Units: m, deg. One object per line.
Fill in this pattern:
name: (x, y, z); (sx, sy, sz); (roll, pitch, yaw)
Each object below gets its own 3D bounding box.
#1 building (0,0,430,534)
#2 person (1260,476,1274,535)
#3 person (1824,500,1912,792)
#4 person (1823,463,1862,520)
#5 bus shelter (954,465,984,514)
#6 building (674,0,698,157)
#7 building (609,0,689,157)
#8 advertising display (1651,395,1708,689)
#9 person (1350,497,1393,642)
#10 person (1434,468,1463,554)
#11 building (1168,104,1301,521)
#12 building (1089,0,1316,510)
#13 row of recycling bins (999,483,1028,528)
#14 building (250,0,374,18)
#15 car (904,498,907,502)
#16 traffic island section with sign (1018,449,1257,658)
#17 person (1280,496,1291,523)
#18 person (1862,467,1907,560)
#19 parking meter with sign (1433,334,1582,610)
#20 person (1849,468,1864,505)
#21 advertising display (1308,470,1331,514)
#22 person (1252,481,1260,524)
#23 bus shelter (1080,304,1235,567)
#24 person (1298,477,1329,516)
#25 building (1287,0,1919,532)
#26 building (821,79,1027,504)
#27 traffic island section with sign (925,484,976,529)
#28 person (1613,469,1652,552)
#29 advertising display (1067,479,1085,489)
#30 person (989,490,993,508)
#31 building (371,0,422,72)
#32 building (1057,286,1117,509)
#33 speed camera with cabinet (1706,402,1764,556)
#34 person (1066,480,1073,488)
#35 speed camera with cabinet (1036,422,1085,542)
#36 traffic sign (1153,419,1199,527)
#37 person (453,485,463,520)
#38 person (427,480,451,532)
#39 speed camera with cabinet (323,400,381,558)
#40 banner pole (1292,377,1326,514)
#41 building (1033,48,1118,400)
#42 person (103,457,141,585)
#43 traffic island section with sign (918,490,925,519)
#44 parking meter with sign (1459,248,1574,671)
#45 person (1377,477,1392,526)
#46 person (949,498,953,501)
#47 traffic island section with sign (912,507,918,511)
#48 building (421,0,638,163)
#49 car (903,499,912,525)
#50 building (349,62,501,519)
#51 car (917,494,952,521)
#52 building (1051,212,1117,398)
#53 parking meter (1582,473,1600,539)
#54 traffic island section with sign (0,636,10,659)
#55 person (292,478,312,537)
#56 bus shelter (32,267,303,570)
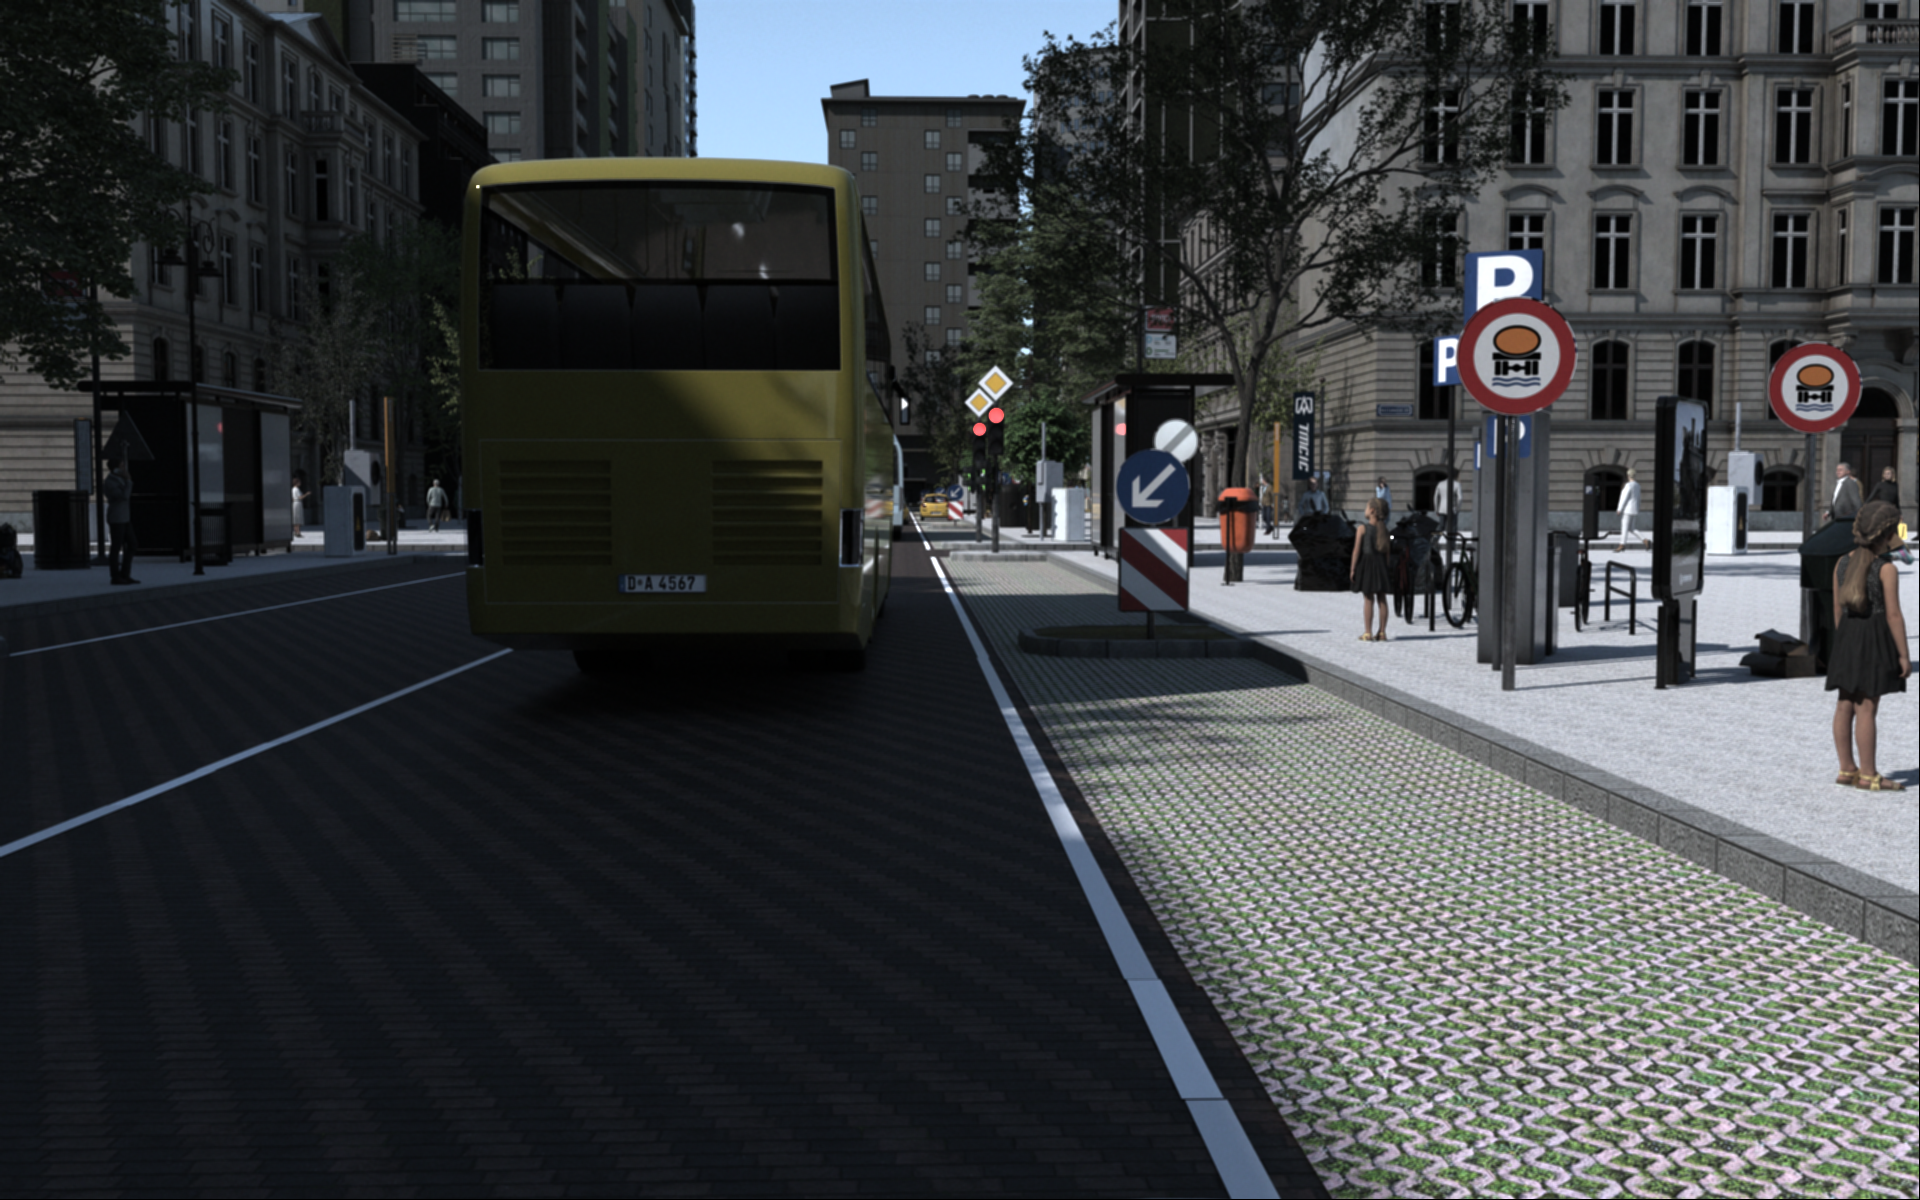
building: (-32.269, -15.472, 72.045); (14.460, 24.649, 34.723); (0, 4, -2)
person: (9.756, -2.999, 54.983); (0.656, 1.842, 0.836); (2, 4, 34)
person: (3.966, 0.193, 7.551); (0.373, 1.253, 0.362); (-1, 4, -12)
person: (13.878, -1.277, 27.320); (0.834, 1.777, 0.661); (0, 4, -6)
bus shelter: (0.700, -7.065, 109.442); (2.014, 3.302, 5.546); (0, 4, -2)
building: (-47.059, -55.739, 223.998); (31.000, 86.520, 22.319); (0, 4, -2)
building: (-41.924, -35.513, 169.878); (27.495, 52.752, 28.713); (0, 4, -2)
advertising display: (4.861, -0.397, 11.702); (0.123, 1.923, 0.974); (2, 4, 35)
person: (3.578, -0.269, 15.105); (0.362, 1.253, 0.373); (-1, 4, -13)
person: (10.399, -1.900, 36.953); (0.661, 1.843, 0.795); (3, 5, 44)
building: (17.362, -15.293, 100.957); (10.553, 20.767, 40.483); (0, 4, -2)
building: (21.328, -42.449, 132.286); (20.563, 71.187, 20.611); (0, 4, -2)
row of recycling bins: (2.166, -3.716, 67.863); (1.069, 1.692, 3.534); (1, 4, 8)
building: (-69.882, -38.552, 172.326); (28.212, 58.520, 21.231); (0, 4, -2)
car: (-5.486, -8.485, 147.531); (1.959, 1.807, 4.718); (0, 4, -3)
traffic island section with sign: (1.557, -0.447, 15.943); (1.989, 1.847, 2.006); (0, 4, -2)
person: (14.343, -3.990, 76.300); (0.505, 1.210, 0.382); (1, 4, 19)
person: (17.450, -1.663, 33.447); (1.509, 1.804, 0.699); (2, 4, 25)
parking meter with sign: (6.164, -1.416, 19.418); (1.738, 3.016, 0.543); (-2, 4, -24)
person: (19.381, -1.927, 37.462); (0.836, 1.842, 0.656); (-1, 4, -16)
advertising display: (9.504, -2.483, 45.809); (0.123, 1.923, 0.974); (3, 5, 43)
person: (12.137, -3.939, 70.687); (0.600, 1.795, 0.529); (-1, 4, -21)
bus shelter: (3.623, -3.469, 34.345); (2.179, 5.291, 8.768); (0, 4, -2)
person: (6.582, -1.492, 32.249); (0.589, 1.601, 0.330); (1, 4, 21)
building: (30.813, -14.980, 64.012); (34.723, 24.649, 14.460); (0, 4, -2)
building: (-3.838, -39.131, 229.033); (27.495, 52.752, 28.713); (0, 4, -2)
traffic island section with sign: (-0.318, -3.807, 70.866); (1.989, 1.847, 2.006); (0, 4, -2)
person: (14.766, -1.961, 37.983); (0.818, 1.842, 0.514); (2, 4, 27)
advertising display: (4.953, -4.206, 73.982); (0.123, 1.923, 0.974); (-3, 5, -41)
person: (2.497, -7.884, 135.080); (0.705, 1.807, 1.348); (1, 4, 17)
building: (-33.631, -27.102, 126.711); (14.154, 41.232, 14.086); (0, 4, -2)
building: (23.973, -19.179, 158.614); (27.650, 21.520, 28.899); (0, 4, -2)
speed camera with cabinet: (16.475, -2.594, 36.747); (0.660, 3.252, 2.038); (3, 5, 40)
person: (3.991, -3.333, 60.893); (0.716, 1.782, 0.532); (0, 4, 8)
speed camera with cabinet: (2.727, -3.226, 47.073); (0.660, 3.252, 2.038); (-1, 4, -21)
traffic sign: (3.659, -1.792, 29.410); (0.768, 2.556, 0.104); (0, 4, 5)
person: (-24.773, -4.860, 85.744); (0.600, 1.795, 0.529); (-3, 5, -43)
person: (-17.685, -3.195, 58.760); (0.782, 1.767, 0.515); (-2, 4, -31)
speed camera with cabinet: (-12.587, -2.541, 35.885); (0.660, 3.252, 2.038); (0, 4, -2)
banner pole: (7.545, -2.889, 37.249); (0.863, 3.779, 0.401); (2, 4, 26)
building: (24.247, -41.823, 225.803); (28.212, 58.520, 21.231); (0, 4, -2)
person: (-11.884, -1.121, 24.557); (0.473, 1.802, 0.592); (0, 4, -2)
traffic island section with sign: (-1.231, -5.454, 97.806); (1.989, 1.847, 2.006); (0, 4, -2)
parking meter with sign: (4.273, -1.038, 13.240); (0.543, 3.016, 1.738); (2, 4, 27)
person: (12.437, -2.725, 50.867); (0.793, 1.790, 0.793); (1, 4, 16)
person: (-0.633, -8.386, 143.604); (0.568, 1.767, 0.683); (1, 4, 18)
traffic island section with sign: (-2.922, -8.502, 147.632); (1.989, 1.847, 2.006); (0, 4, -2)
building: (-34.170, -27.961, 140.761); (14.154, 41.232, 14.086); (0, 4, -2)
car: (-3.275, -4.338, 81.144); (2.015, 1.641, 3.980); (0, 3, 0)
building: (-32.115, -16.370, 97.335); (12.332, 23.373, 15.834); (0, 4, -2)
car: (-1.284, -5.047, 92.745); (2.015, 1.641, 3.980); (0, 4, -1)
building: (16.227, -24.945, 179.554); (14.160, 30.474, 14.107); (0, 4, -2)
parking meter: (17.678, -2.617, 48.491); (0.255, 1.863, 0.399); (-3, 5, -39)
traffic island section with sign: (-9.342, -0.372, 14.703); (1.989, 1.847, 2.006); (0, 4, -2)
person: (-19.500, -2.729, 51.233); (0.524, 1.755, 0.480); (-3, 5, -42)
bus shelter: (-15.268, -3.414, 33.447); (2.179, 5.291, 8.768); (0, 4, -2)
